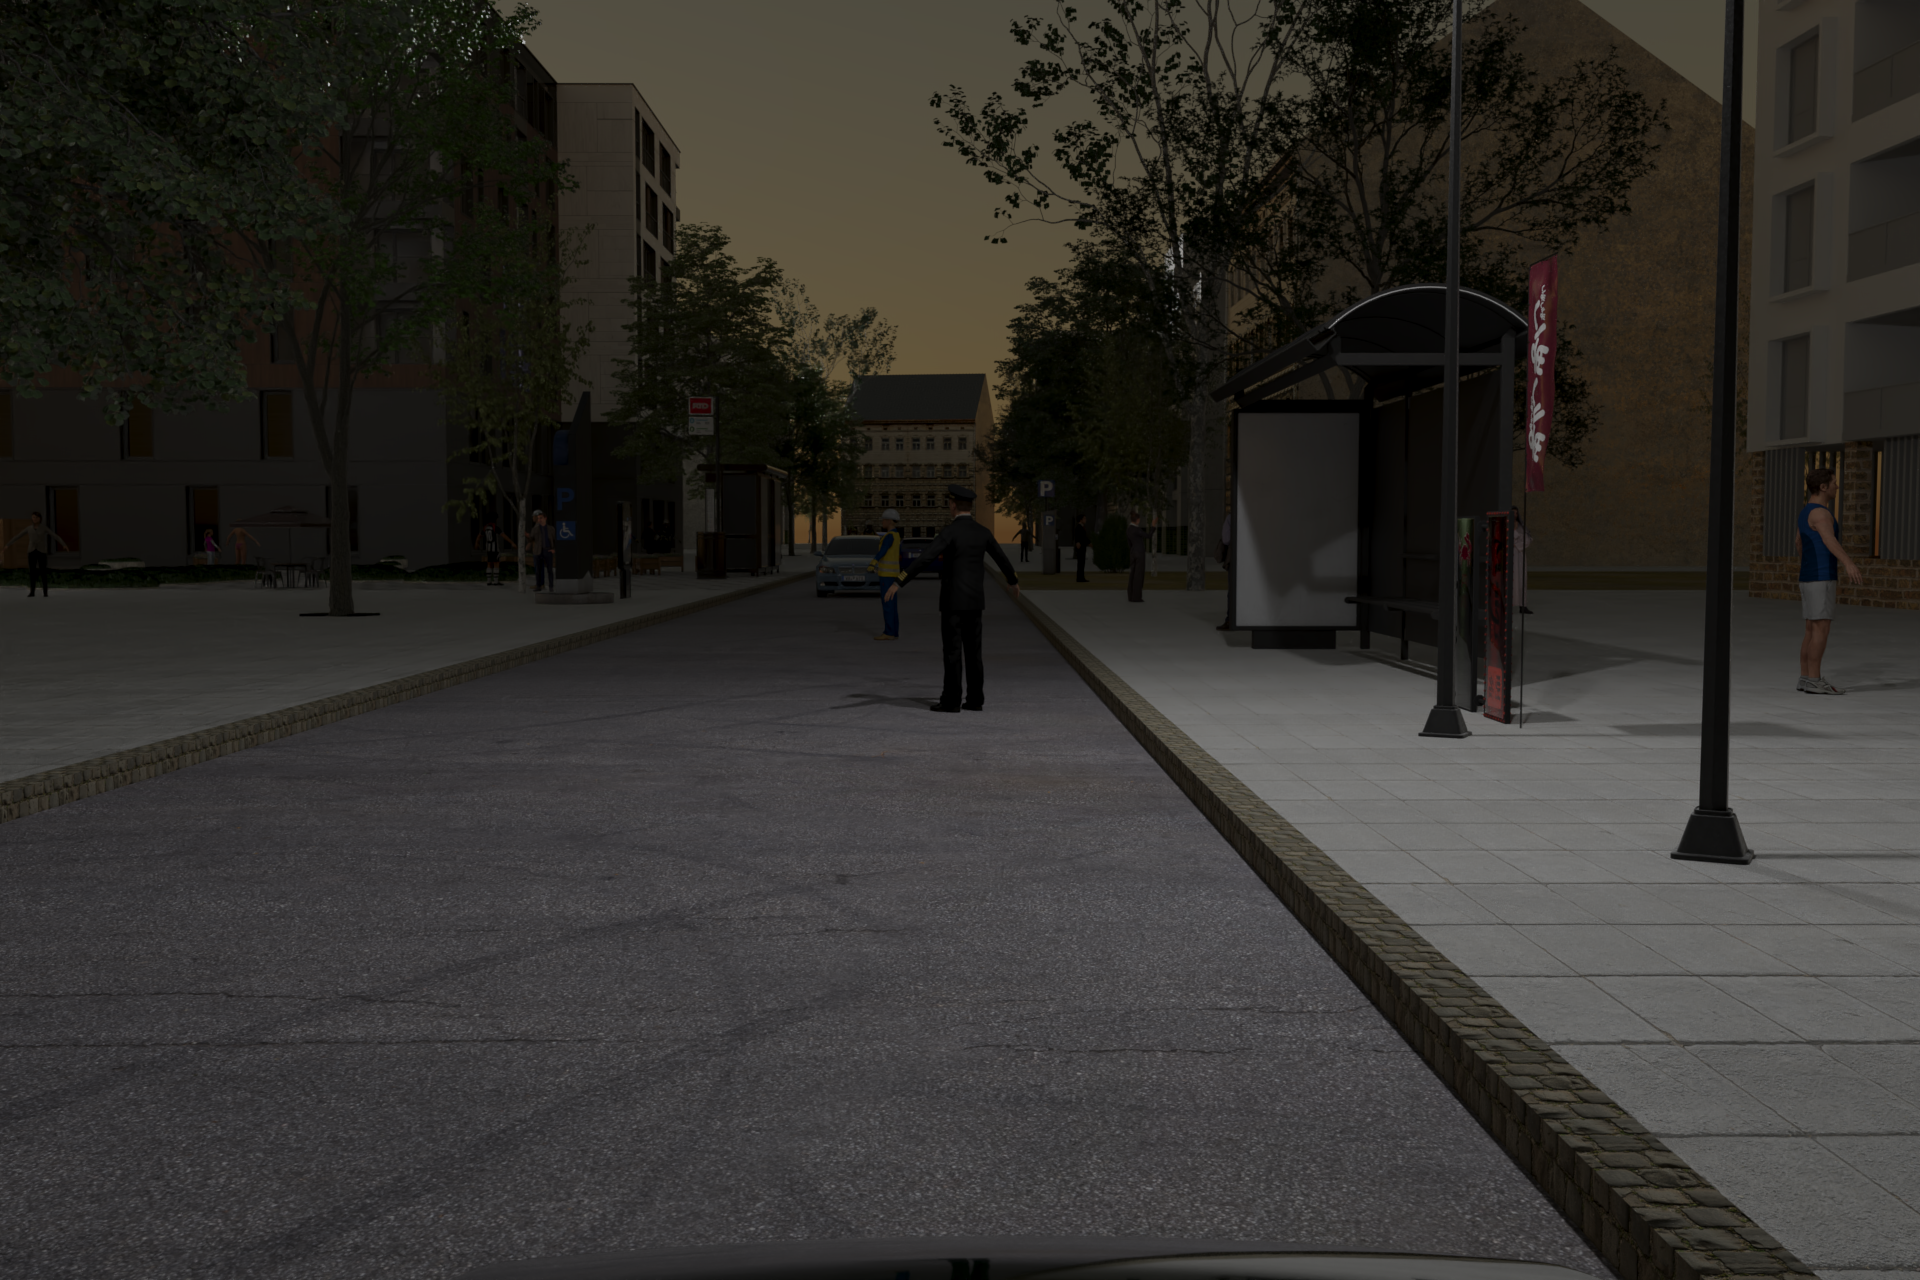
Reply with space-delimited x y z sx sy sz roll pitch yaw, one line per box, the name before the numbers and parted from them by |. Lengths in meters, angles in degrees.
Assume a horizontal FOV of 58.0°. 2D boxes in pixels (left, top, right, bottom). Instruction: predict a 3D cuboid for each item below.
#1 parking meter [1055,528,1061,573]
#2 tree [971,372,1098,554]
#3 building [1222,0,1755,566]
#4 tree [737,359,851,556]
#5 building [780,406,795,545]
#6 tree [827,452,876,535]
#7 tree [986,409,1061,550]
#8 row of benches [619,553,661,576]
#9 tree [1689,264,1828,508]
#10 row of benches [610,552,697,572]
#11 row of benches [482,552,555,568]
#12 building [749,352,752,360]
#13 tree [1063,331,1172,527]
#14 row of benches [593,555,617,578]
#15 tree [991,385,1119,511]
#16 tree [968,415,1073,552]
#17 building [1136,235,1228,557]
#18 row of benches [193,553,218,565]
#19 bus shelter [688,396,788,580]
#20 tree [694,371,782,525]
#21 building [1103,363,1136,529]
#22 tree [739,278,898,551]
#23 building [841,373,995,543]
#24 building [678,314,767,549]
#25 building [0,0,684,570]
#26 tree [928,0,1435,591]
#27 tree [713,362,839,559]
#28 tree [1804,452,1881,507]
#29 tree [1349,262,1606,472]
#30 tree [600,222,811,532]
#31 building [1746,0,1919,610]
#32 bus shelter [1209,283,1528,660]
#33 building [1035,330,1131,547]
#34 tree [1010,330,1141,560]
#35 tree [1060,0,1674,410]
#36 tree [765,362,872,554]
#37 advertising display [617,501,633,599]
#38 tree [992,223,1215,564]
parking meter | 3.112 -2.957 56.757 0.372 1.533 0.369 0 3 0
tree | 5.956 -12.429 113.592 12.009 13.543 11.850 0 3 0
building | 22.510 -15.065 77.249 19.493 23.208 18.063 0 4 0
tree | -9.932 -10.689 100.515 9.928 11.665 9.643 0 3 0
building | -29.979 -21.078 211.089 16.747 18.905 31.486 0 4 0
tree | -9.386 -11.917 145.204 4.737 8.622 4.395 0 3 0
tree | 5.365 -13.402 137.251 7.486 12.596 7.792 0 3 0
row of benches | -10.217 -2.433 55.236 1.422 0.672 4.104 -1 4 -20
tree | 22.441 -5.896 46.758 4.360 8.622 3.978 0 3 0
row of benches | -9.965 -2.635 58.538 4.104 0.672 1.422 0 4 -8
row of benches | -14.222 -2.566 57.413 4.104 0.672 1.422 2 4 29
building | -25.694 -19.425 174.024 16.016 20.090 11.380 0 4 0
tree | 5.843 -6.846 62.299 4.737 8.622 4.395 0 3 0
row of benches | -10.831 -2.169 50.922 1.422 0.672 4.104 0 4 1
tree | 5.538 -10.098 99.515 8.767 10.594 7.601 2 4 29
tree | 4.832 -11.708 125.841 7.601 10.594 8.767 2 4 32
building | 21.334 -14.916 110.334 16.747 18.905 31.486 0 4 -1
row of benches | -23.786 -2.392 54.568 1.422 0.672 4.104 -2 4 -25
bus shelter | -6.807 -4.614 53.074 2.179 5.291 8.768 0 4 0
tree | -9.165 -7.566 74.066 4.360 8.622 3.978 0 3 0
building | 23.244 -20.400 164.475 19.493 23.208 18.063 0 4 -1
tree | -11.708 -16.785 130.322 12.611 20.169 13.585 0 3 0
building | -5.457 -24.659 236.564 18.063 23.208 19.493 1 4 9
building | -28.096 -20.242 161.885 19.493 23.208 18.063 0 4 -1
building | -28.700 -14.227 76.587 27.936 21.610 32.646 0 4 -1
tree | 5.625 -11.270 40.148 12.611 20.169 13.585 0 3 0
tree | -9.716 -9.501 89.750 7.601 10.594 8.767 0 4 1
tree | 26.738 -6.408 55.131 4.360 8.622 3.978 0 3 0
tree | 17.271 -7.489 56.860 8.767 10.594 7.601 -1 4 -19
tree | -9.357 -8.925 64.059 7.486 12.596 7.792 0 3 0
building | 20.921 -10.770 32.513 16.016 20.090 11.380 0 4 0
bus shelter | 3.798 -1.397 16.762 2.014 3.302 5.546 0 3 0
building | 22.098 -21.169 190.085 27.936 21.610 32.646 0 4 0
tree | 6.043 -9.873 87.180 9.928 11.665 9.643 0 3 0
tree | 5.658 -5.581 25.664 8.767 10.594 7.601 -1 4 -14
tree | -9.672 -12.014 114.557 7.486 12.596 7.792 0 3 0
advertising display | -6.692 -1.797 34.599 0.123 1.923 0.974 0 4 0
tree | 6.008 -10.172 72.971 9.857 13.997 8.962 0 3 0
